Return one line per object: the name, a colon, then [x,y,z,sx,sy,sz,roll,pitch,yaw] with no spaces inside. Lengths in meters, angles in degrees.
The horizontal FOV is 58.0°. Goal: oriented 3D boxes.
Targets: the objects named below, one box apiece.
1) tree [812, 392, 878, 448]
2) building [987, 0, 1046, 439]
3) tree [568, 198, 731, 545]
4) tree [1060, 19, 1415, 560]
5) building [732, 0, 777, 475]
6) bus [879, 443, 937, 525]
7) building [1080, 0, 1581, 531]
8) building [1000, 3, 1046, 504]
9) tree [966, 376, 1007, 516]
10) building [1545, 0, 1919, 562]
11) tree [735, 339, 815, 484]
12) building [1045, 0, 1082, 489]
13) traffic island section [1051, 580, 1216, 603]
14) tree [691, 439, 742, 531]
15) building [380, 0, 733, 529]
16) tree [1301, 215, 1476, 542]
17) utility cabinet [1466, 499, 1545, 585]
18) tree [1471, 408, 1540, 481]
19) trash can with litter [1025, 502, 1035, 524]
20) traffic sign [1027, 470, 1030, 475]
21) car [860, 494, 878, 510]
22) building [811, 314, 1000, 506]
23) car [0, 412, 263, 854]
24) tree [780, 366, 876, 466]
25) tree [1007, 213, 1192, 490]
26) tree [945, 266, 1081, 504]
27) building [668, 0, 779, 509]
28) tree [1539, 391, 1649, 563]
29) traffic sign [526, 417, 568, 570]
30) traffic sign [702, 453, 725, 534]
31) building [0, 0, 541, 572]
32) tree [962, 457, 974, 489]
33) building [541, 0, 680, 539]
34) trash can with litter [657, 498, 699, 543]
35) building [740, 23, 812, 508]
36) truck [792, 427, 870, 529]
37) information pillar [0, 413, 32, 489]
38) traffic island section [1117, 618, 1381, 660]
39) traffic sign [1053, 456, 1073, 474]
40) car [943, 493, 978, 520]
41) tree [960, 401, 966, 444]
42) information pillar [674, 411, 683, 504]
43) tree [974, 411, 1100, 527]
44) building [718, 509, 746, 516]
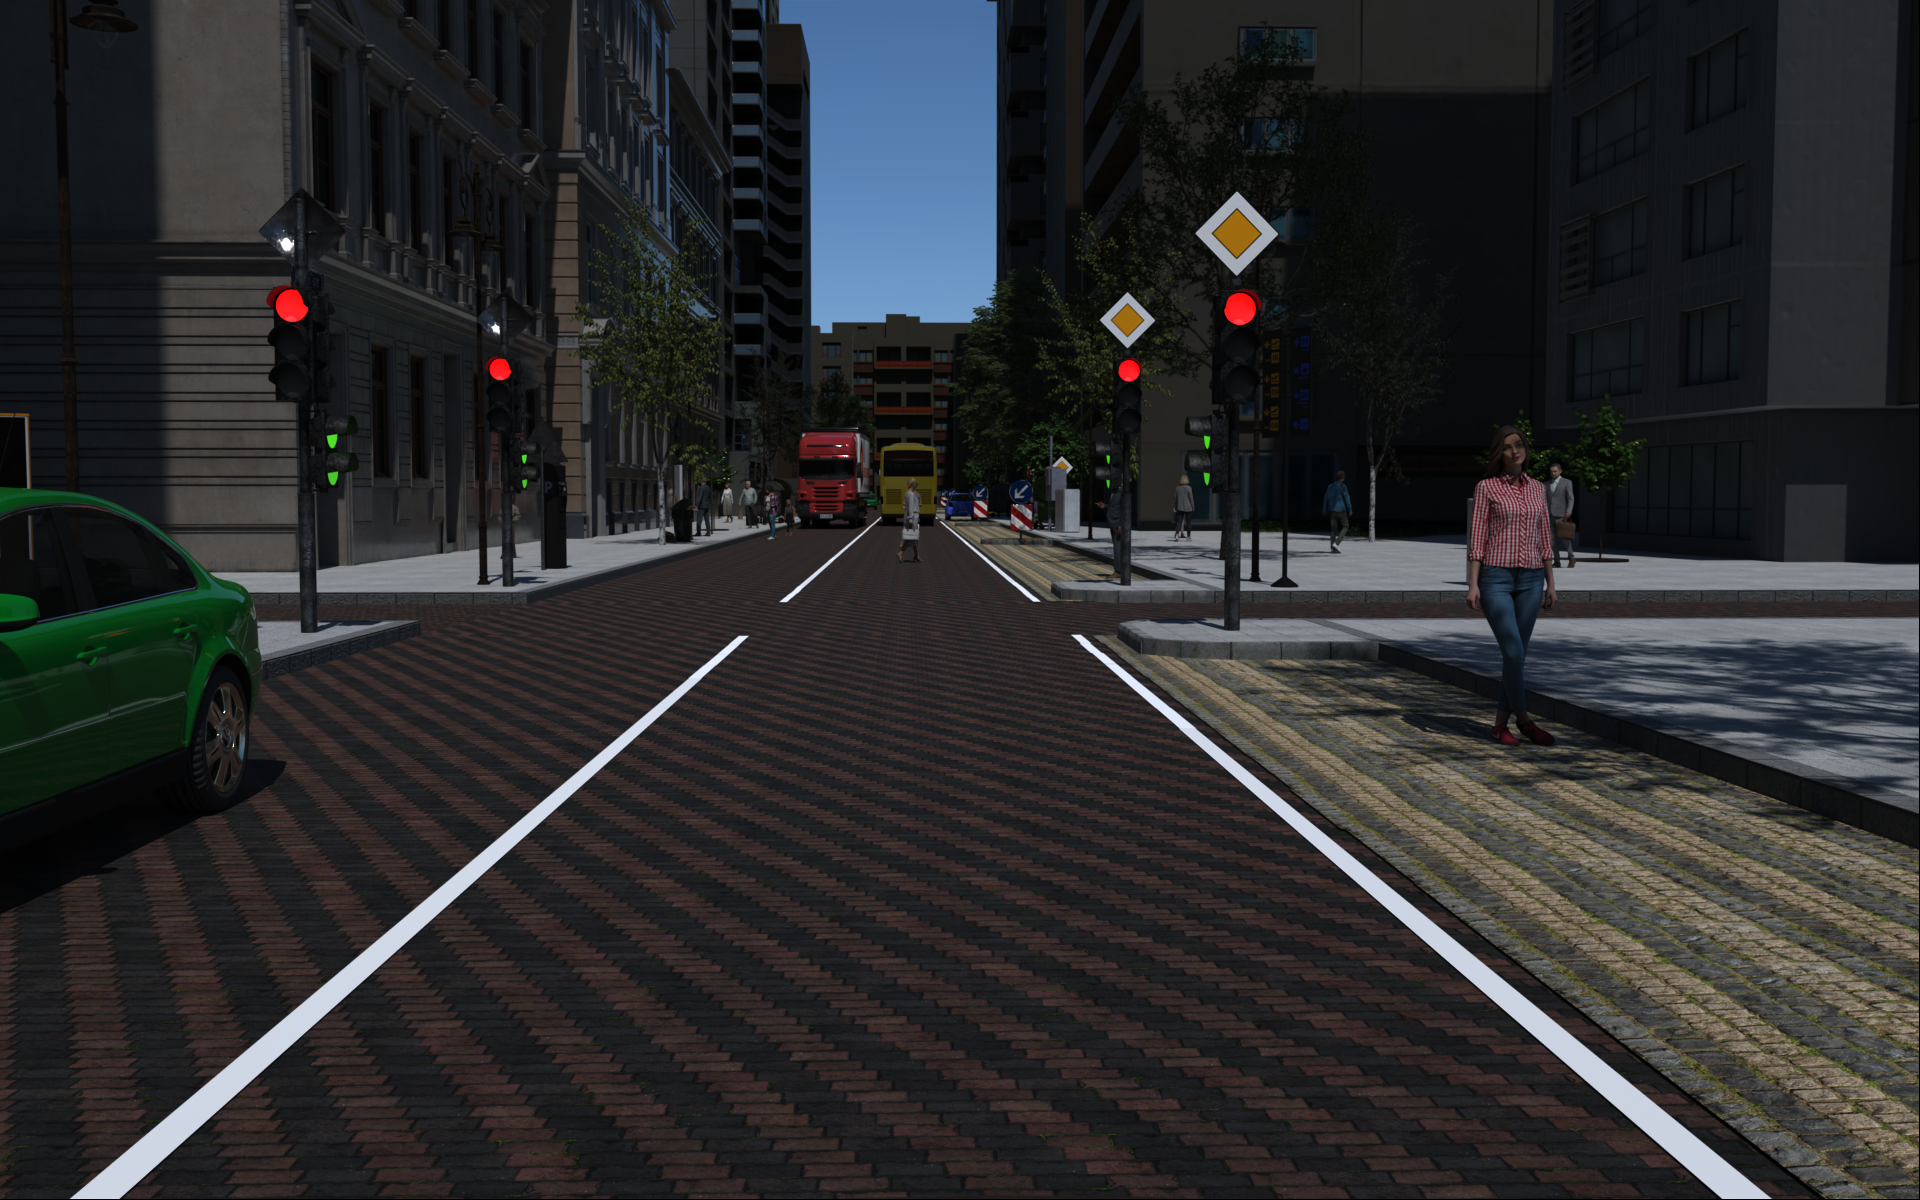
tree: [-11.908,-15.316,176.178,9.928,11.665,9.643,0,3,0]
building: [17.385,-34.817,158.497,28.713,52.752,27.495,0,4,-2]
tree: [-7.499,-5.663,42.952,4.737,8.622,4.395,0,3,0]
tree: [5.499,-6.062,33.518,7.601,10.594,8.767,-2,4,-26]
building: [-25.120,-50.182,133.142,22.319,86.520,31.000,0,4,-2]
bus: [-2.482,-5.563,82.504,2.896,3.916,12.252,0,4,-2]
building: [16.574,-27.249,69.216,21.300,48.544,21.600,0,4,-2]
building: [14.989,-49.879,128.189,22.319,86.520,31.000,0,4,-2]
tree: [2.735,-9.321,102.768,4.737,8.622,4.395,0,3,0]
building: [21.360,-21.470,34.622,14.086,41.232,14.154,0,4,-2]
tree: [-9.010,-8.108,82.930,4.360,8.622,3.978,0,3,0]
building: [12.730,-27.909,106.429,14.600,45.320,14.200,0,4,-2]
traffic island section: [2.345,-0.123,24.299,2.009,0.180,2.903,0,4,-2]
tree: [-8.721,-4.056,60.912,1.663,3.219,1.824,0,3,0]
building: [-17.197,-14.872,79.309,11.583,22.565,21.152,0,4,-2]
tree: [11.154,-5.826,45.621,4.360,8.622,3.978,0,3,0]
utility cabinet: [7.650,-0.801,24.265,1.020,1.237,0.306,0,4,2]
tree: [12.621,-2.710,38.914,1.663,3.219,1.824,0,3,0]
trash can with litter: [3.172,-3.877,74.779,0.624,1.170,1.055,-1,4,-21]
traffic sign: [3.177,-4.398,72.006,0.768,2.556,0.104,0,4,0]
car: [-8.490,-9.201,159.225,1.959,1.807,4.718,0,4,-2]
building: [-6.475,-21.715,200.084,28.899,21.520,27.650,0,4,-2]
car: [-4.117,0.146,6.416,1.959,1.807,4.718,0,4,-3]
tree: [-9.559,-11.695,125.621,7.601,10.594,8.767,0,4,-2]
tree: [4.065,-5.744,44.277,4.737,8.622,4.395,0,3,0]
tree: [2.974,-10.316,86.787,7.486,12.596,7.792,0,3,0]
building: [-31.092,-46.199,193.607,20.611,71.187,20.563,0,4,-2]
tree: [12.200,-2.330,32.699,1.663,3.219,1.824,0,3,0]
traffic sign: [-7.035,-1.783,29.154,0.884,2.594,0.081,0,4,1]
traffic sign: [-7.887,-3.363,54.994,0.884,2.594,0.081,0,4,2]
building: [-16.116,-12.299,37.253,11.583,22.565,21.152,0,4,-2]
tree: [1.755,-9.080,132.169,4.285,4.588,4.351,0,3,0]
building: [-17.269,-16.655,58.220,13.634,28.700,20.117,0,4,-2]
trash can with litter: [-7.525,-2.126,46.149,0.624,1.170,1.055,3,4,36]
building: [-21.554,-31.392,163.369,14.200,45.320,14.600,0,4,-2]
truck: [-5.423,-5.271,75.100,2.839,4.237,11.283,0,3,0]
information pillar: [-8.694,-0.699,15.923,0.304,2.012,0.304,-2,4,-27]
traffic island section: [2.584,0.365,16.317,2.009,0.180,2.903,0,4,-2]
traffic sign: [3.532,-3.671,59.761,0.795,2.593,0.064,0,4,3]
car: [0.058,-5.218,94.905,1.945,1.707,3.694,0,4,-3]
tree: [1.835,-9.813,110.800,4.737,8.622,4.395,0,3,0]
information pillar: [-7.997,-3.539,49.216,0.183,3.616,0.504,-2,4,-27]
tree: [3.680,-5.163,68.121,4.285,4.588,4.351,0,3,0]
building: [-22.686,-40.936,107.560,20.563,71.187,20.611,0,4,-2]
